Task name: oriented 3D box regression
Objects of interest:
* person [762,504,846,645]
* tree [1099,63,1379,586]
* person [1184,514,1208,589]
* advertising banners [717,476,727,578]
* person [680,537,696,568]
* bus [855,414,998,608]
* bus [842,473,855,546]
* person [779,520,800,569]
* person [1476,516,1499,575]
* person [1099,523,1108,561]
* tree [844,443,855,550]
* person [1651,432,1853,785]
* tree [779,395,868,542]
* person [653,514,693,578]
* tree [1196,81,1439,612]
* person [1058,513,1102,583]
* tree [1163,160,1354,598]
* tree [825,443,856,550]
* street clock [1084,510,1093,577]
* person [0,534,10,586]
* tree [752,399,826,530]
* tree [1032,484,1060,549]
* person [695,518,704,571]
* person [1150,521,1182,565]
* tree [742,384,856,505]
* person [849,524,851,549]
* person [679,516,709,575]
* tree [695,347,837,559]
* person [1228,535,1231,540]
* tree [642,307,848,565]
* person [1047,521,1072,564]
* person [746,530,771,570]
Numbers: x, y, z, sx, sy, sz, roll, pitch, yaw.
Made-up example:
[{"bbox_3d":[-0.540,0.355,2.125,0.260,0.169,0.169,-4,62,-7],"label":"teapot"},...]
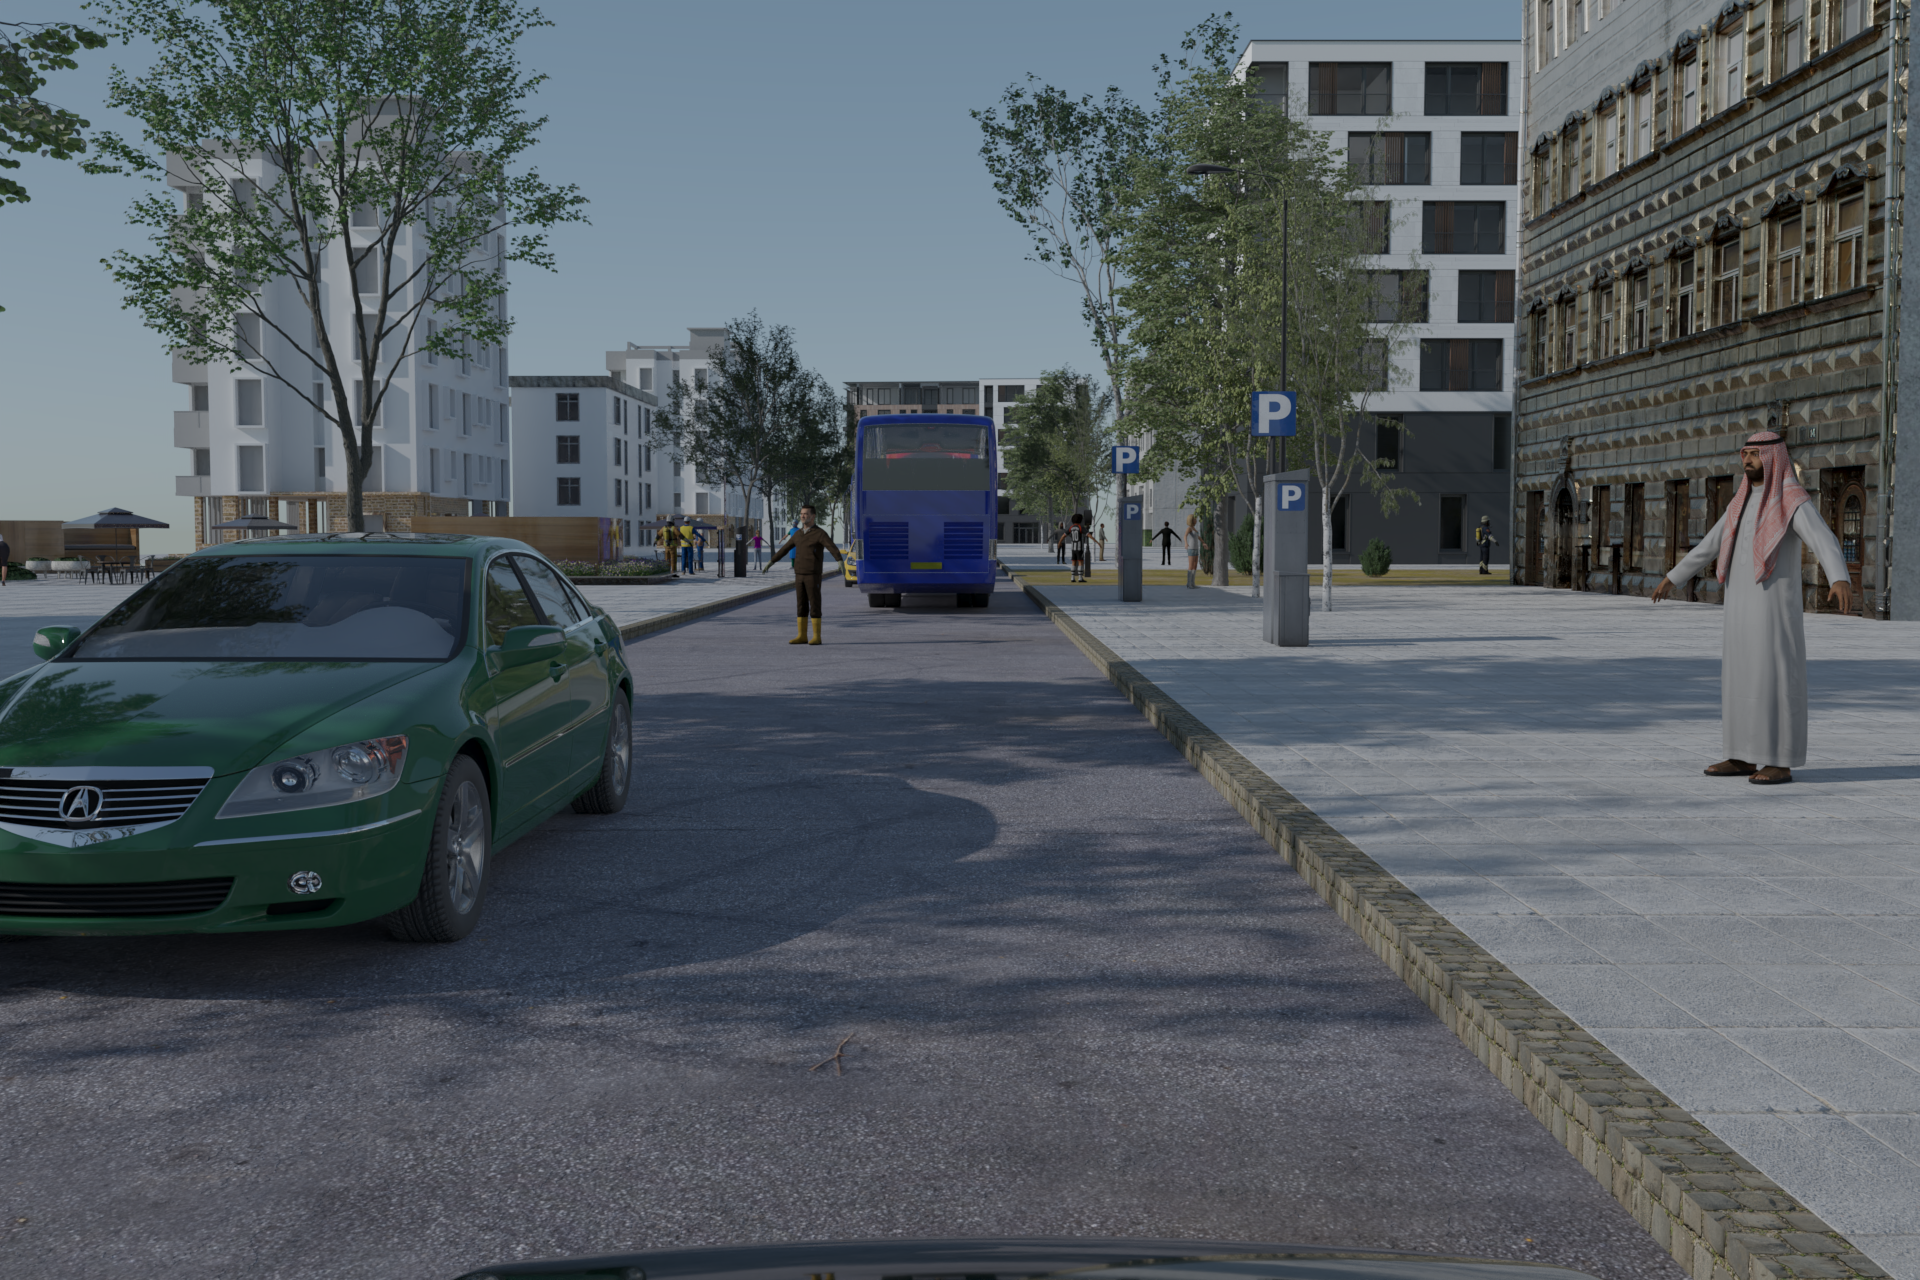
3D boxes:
[{"bbox_3d":[-1.978,-0.846,22.433,1.346,1.812,0.704,2,4,33],"label":"person"},{"bbox_3d":[6.768,-7.606,42.492,7.486,12.596,7.792,0,3,0],"label":"tree"},{"bbox_3d":[5.538,-2.083,40.676,0.721,1.753,1.214,2,4,31],"label":"person"},{"bbox_3d":[-7.069,-3.385,51.529,0.090,3.025,2.074,0,4,-1],"label":"advertising banners"},{"bbox_3d":[-10.243,-3.590,65.416,0.721,1.740,1.216,-3,4,-39],"label":"person"},{"bbox_3d":[-0.624,-2.756,36.606,2.896,3.916,12.251,0,4,0],"label":"bus"},{"bbox_3d":[-2.393,-4.382,63.199,2.896,3.916,12.251,0,4,0],"label":"bus"},{"bbox_3d":[-6.063,-3.514,63.581,1.347,1.817,0.704,2,4,32],"label":"person"},{"bbox_3d":[16.646,-3.001,54.839,0.705,1.856,1.354,-1,4,-10],"label":"person"},{"bbox_3d":[6.747,-4.629,81.956,0.705,1.796,1.348,0,4,-8],"label":"person"},{"bbox_3d":[-9.242,-11.640,140.674,4.360,8.622,3.978,0,3,0],"label":"tree"},{"bbox_3d":[4.154,-0.176,9.027,0.704,1.811,1.347,-1,4,-18],"label":"person"},{"bbox_3d":[-8.592,-10.999,114.246,8.767,10.594,7.601,1,4,11],"label":"tree"},{"bbox_3d":[-8.493,-2.766,50.985,1.354,1.858,0.705,2,4,24],"label":"person"},{"bbox_3d":[6.212,-4.790,28.680,4.360,8.622,3.978,0,3,0],"label":"tree"},{"bbox_3d":[3.130,-2.429,45.861,1.345,1.843,0.704,2,4,35],"label":"person"},{"bbox_3d":[6.009,-5.175,34.971,4.737,8.622,4.395,0,3,0],"label":"tree"},{"bbox_3d":[-8.374,-10.759,126.274,4.737,8.622,4.395,0,3,0],"label":"tree"},{"bbox_3d":[3.786,-2.859,51.310,0.358,2.002,0.471,0,4,0],"label":"street clock"},{"bbox_3d":[-23.821,-2.057,42.865,0.799,1.438,0.628,1,4,12],"label":"person"},{"bbox_3d":[-8.875,-8.735,93.185,4.360,8.622,3.978,0,3,0],"label":"tree"},{"bbox_3d":[7.166,-12.117,148.468,4.737,8.622,4.395,0,3,0],"label":"tree"},{"bbox_3d":[-9.126,-3.352,60.659,0.705,1.847,1.347,-1,4,-13],"label":"person"},{"bbox_3d":[8.485,-3.977,71.216,1.347,1.806,0.705,0,4,-3],"label":"person"},{"bbox_3d":[-9.371,-10.431,104.961,7.601,10.594,8.767,1,4,22],"label":"tree"},{"bbox_3d":[-5.013,-4.583,81.150,0.704,1.802,1.346,0,4,-2],"label":"person"},{"bbox_3d":[-8.563,-2.966,54.460,1.349,1.833,0.705,0,4,6],"label":"person"},{"bbox_3d":[-9.456,-9.176,84.435,7.601,10.594,8.767,0,4,-1],"label":"tree"},{"bbox_3d":[10.634,-3.934,70.513,1.347,1.806,0.705,-3,4,-37],"label":"person"},{"bbox_3d":[-8.998,-8.411,71.925,8.767,10.594,7.601,-1,4,-9],"label":"tree"},{"bbox_3d":[4.289,-4.105,73.239,1.348,1.813,0.705,-1,4,-15],"label":"person"},{"bbox_3d":[-7.216,-3.206,61.686,0.991,1.433,0.599,-1,4,-19],"label":"person"}]
